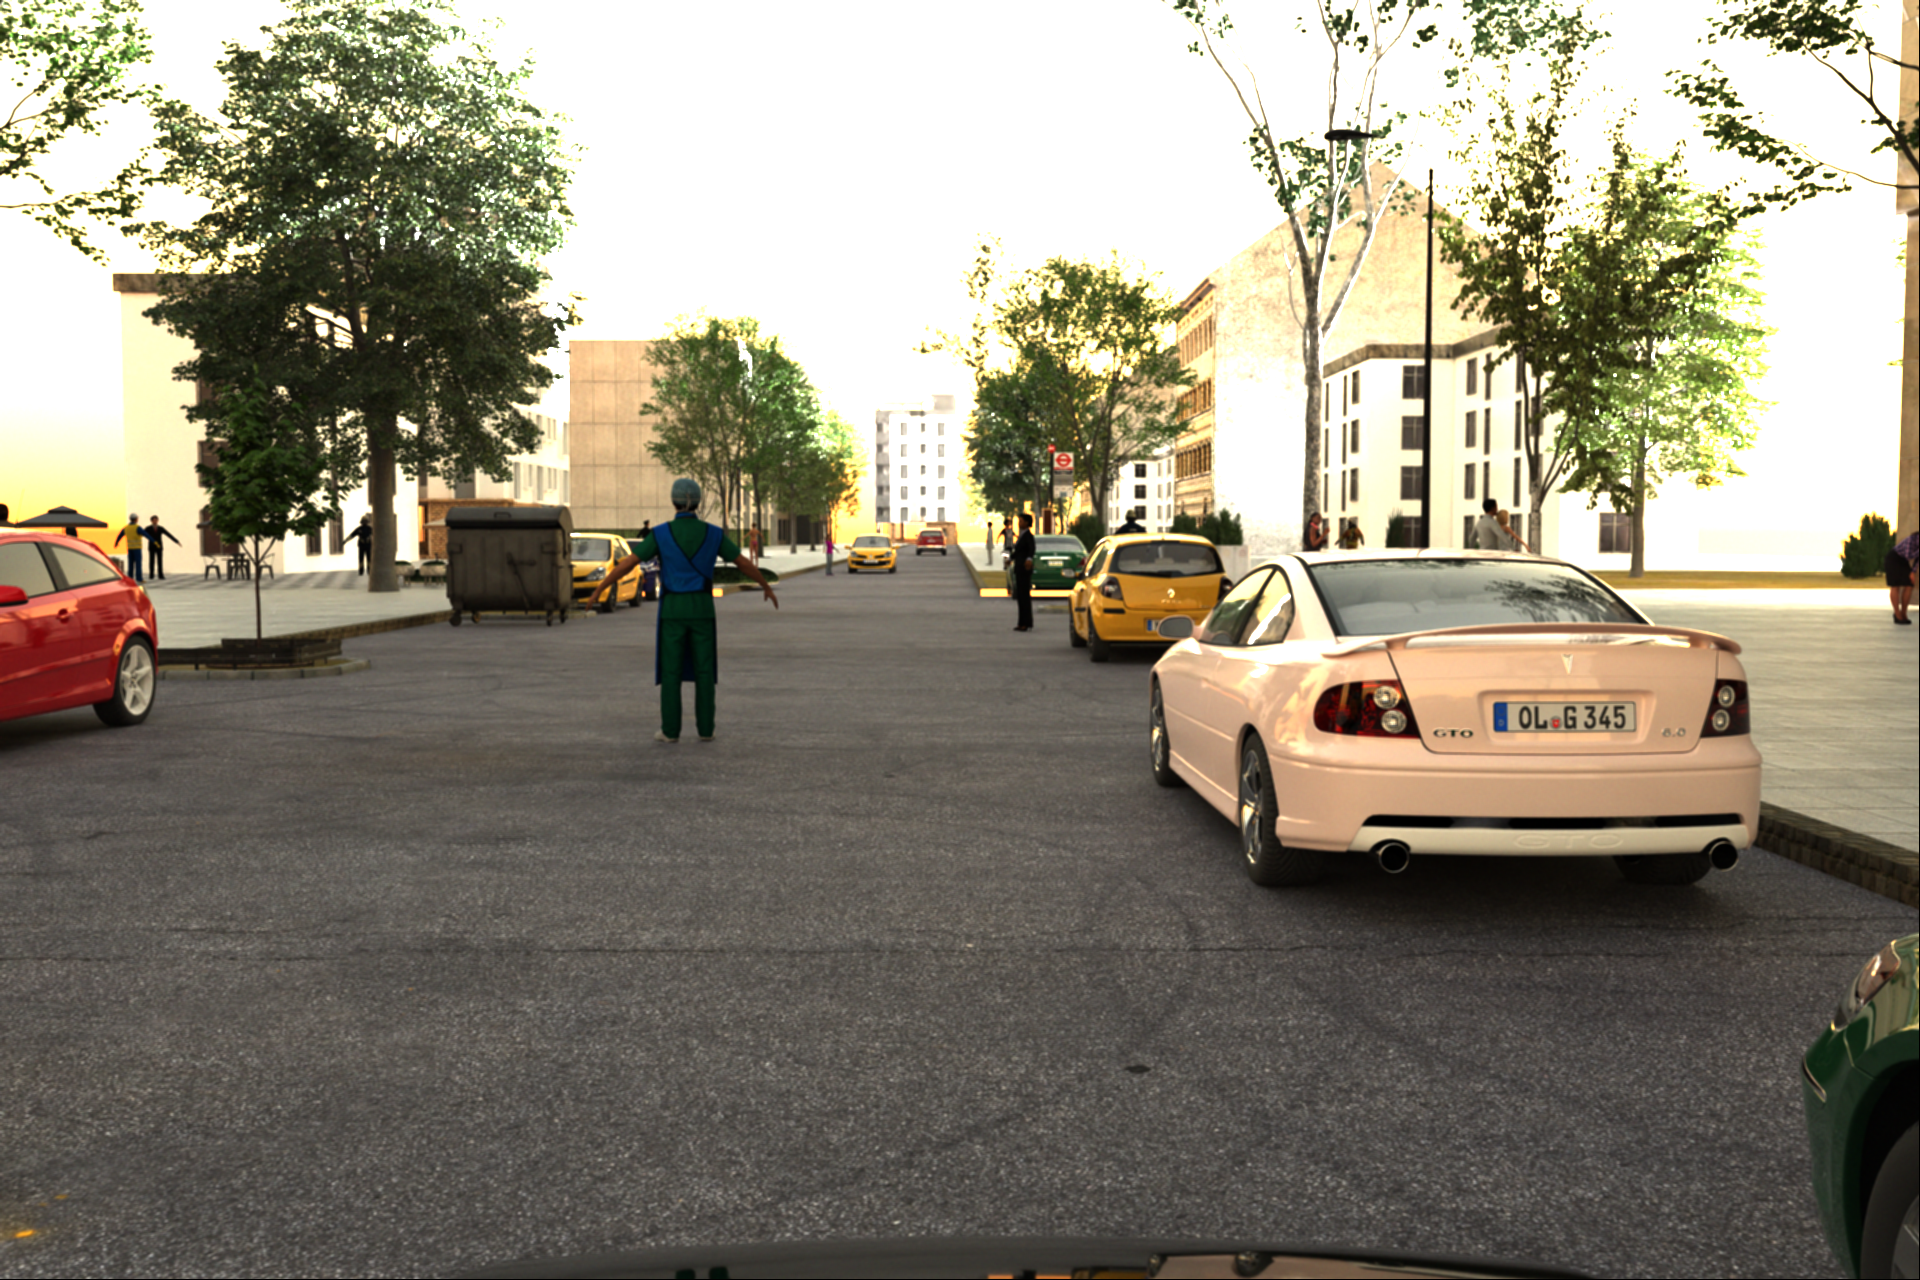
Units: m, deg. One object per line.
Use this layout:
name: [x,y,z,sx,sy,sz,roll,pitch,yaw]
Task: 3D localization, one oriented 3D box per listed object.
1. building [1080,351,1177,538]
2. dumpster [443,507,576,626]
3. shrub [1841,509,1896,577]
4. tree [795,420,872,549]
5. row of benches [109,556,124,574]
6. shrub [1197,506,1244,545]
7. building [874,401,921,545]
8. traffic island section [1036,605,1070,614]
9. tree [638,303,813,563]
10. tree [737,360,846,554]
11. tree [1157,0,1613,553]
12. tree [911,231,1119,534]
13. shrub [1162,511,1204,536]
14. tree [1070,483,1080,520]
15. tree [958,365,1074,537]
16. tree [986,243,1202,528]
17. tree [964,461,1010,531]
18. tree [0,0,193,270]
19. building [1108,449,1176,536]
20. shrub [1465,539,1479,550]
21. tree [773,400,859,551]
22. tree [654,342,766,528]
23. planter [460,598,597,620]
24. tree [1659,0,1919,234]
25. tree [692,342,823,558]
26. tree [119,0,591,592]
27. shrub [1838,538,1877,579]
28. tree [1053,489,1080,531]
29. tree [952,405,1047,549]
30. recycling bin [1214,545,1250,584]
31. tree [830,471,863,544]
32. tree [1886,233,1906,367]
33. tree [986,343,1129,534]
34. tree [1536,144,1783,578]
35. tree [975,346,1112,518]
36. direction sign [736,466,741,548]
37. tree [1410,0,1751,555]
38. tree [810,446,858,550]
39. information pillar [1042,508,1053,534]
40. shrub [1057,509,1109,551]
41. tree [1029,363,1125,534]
building: [24.542,-23.196,210.179,19.493,23.208,18.063,0,4,0]
dumpster: [-7.094,-1.169,27.332,1.865,1.857,1.264,0,4,-1]
shrub: [27.443,-2.917,52.116,1.690,2.028,1.600,0,3,0]
tree: [-11.031,-13.465,145.910,9.928,11.665,9.643,0,3,0]
row of benches: [-25.027,-1.958,47.472,4.104,0.672,1.422,-1,4,-15]
shrub: [7.474,-2.773,49.374,1.661,2.075,1.752,0,3,0]
building: [-11.398,-23.138,237.186,11.380,20.090,16.016,0,4,-1]
traffic island section: [2.416,-0.560,32.021,1.991,0.108,1.994,0,3,0]
tree: [-10.447,-9.275,77.399,9.928,11.665,9.643,0,3,0]
tree: [-11.256,-11.964,113.740,7.486,12.596,7.792,0,3,0]
tree: [9.200,-11.097,37.324,12.611,20.169,13.585,0,3,0]
tree: [3.788,-15.492,109.188,12.611,20.169,13.585,0,3,0]
shrub: [7.079,-3.088,54.904,1.690,2.028,1.600,0,3,0]
tree: [17.426,-17.619,238.435,4.360,8.622,3.978,0,3,0]
tree: [4.714,-13.665,130.079,9.857,13.997,8.962,0,3,0]
tree: [5.023,-8.423,63.464,9.928,11.665,9.643,0,3,0]
tree: [4.298,-19.410,235.485,7.486,12.596,7.792,0,3,0]
tree: [-13.213,-5.788,20.387,9.928,11.665,9.643,0,3,0]
building: [21.488,-14.782,183.830,9.099,9.664,28.070,0,4,-1]
shrub: [14.036,-2.215,47.334,1.383,1.207,1.383,0,3,0]
tree: [-11.179,-12.465,129.551,9.928,11.665,9.643,0,3,0]
tree: [-10.073,-7.113,66.657,4.360,8.622,3.978,0,3,0]
planter: [-7.358,-0.534,29.875,1.991,0.319,1.994,0,4,-1]
tree: [8.604,-5.372,13.588,9.928,11.665,9.643,0,3,0]
tree: [-11.004,-10.281,93.842,9.928,11.665,9.643,0,3,0]
tree: [-12.963,-8.045,38.190,9.857,13.997,8.962,0,3,0]
shrub: [25.448,-2.325,49.131,1.383,1.207,1.383,0,3,0]
tree: [13.958,-17.206,231.678,4.737,8.622,4.395,0,3,0]
tree: [4.357,-14.344,144.889,12.009,13.543,11.850,0,3,0]
recycling bin: [6.092,-1.607,38.826,0.722,1.027,0.722,0,4,0]
tree: [-16.348,-18.104,230.415,7.601,10.594,8.767,0,4,2]
tree: [25.902,-7.524,41.150,7.486,12.596,7.792,0,3,0]
tree: [4.750,-9.199,84.822,7.601,10.594,8.767,0,4,5]
tree: [20.432,-8.134,51.111,7.486,12.596,7.792,0,3,0]
tree: [4.607,-10.405,95.880,9.928,11.665,9.643,0,3,0]
direction sign: [-7.473,-4.066,58.474,0.379,3.537,0.876,0,4,-1]
tree: [8.357,-4.524,24.330,4.737,8.622,4.395,0,3,0]
tree: [-10.882,-11.398,136.720,4.360,8.622,3.978,0,3,0]
information pillar: [2.508,-2.772,49.809,0.304,2.012,0.304,0,4,-1]
shrub: [3.959,-3.121,55.075,1.661,2.075,1.752,0,3,0]
tree: [4.816,-7.645,75.353,4.737,8.622,4.395,0,3,0]
